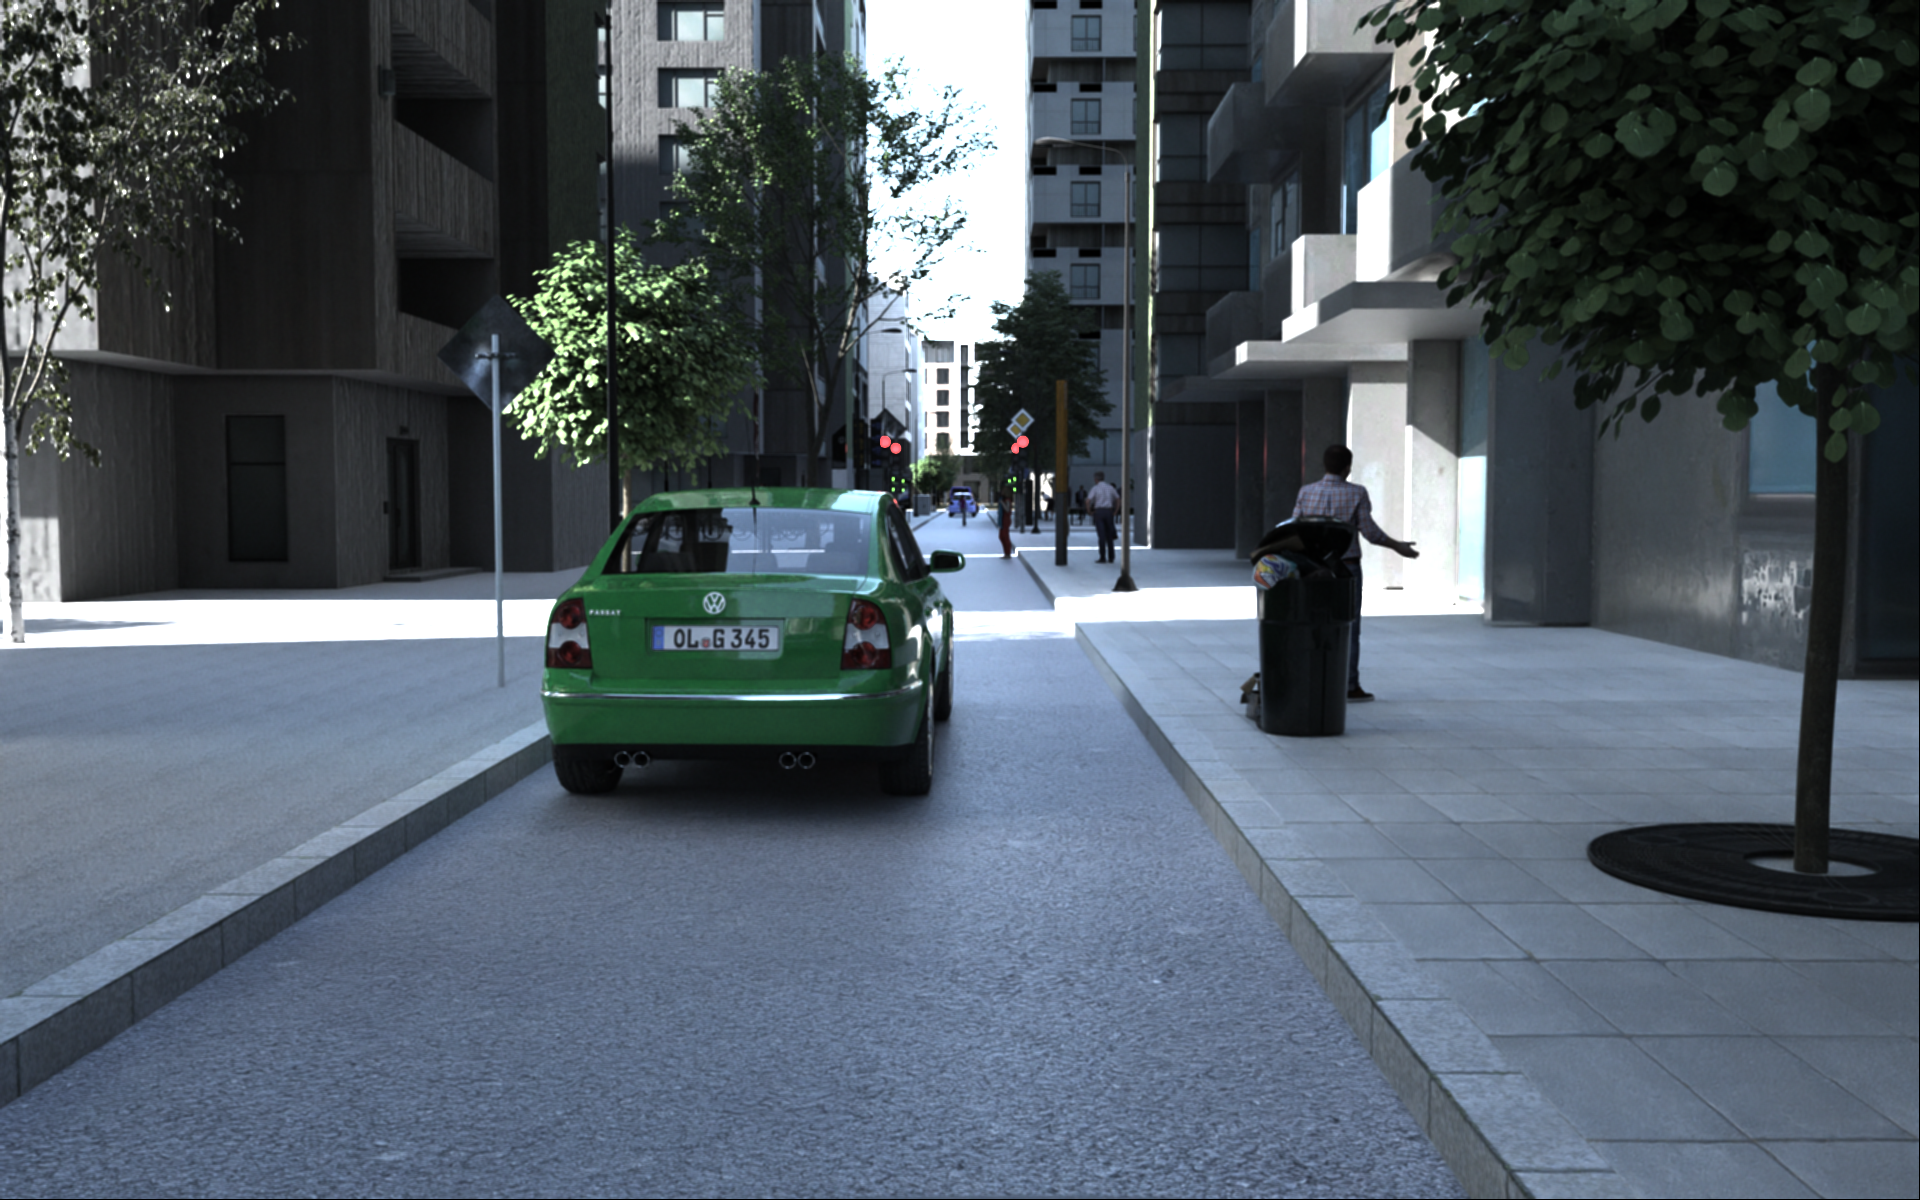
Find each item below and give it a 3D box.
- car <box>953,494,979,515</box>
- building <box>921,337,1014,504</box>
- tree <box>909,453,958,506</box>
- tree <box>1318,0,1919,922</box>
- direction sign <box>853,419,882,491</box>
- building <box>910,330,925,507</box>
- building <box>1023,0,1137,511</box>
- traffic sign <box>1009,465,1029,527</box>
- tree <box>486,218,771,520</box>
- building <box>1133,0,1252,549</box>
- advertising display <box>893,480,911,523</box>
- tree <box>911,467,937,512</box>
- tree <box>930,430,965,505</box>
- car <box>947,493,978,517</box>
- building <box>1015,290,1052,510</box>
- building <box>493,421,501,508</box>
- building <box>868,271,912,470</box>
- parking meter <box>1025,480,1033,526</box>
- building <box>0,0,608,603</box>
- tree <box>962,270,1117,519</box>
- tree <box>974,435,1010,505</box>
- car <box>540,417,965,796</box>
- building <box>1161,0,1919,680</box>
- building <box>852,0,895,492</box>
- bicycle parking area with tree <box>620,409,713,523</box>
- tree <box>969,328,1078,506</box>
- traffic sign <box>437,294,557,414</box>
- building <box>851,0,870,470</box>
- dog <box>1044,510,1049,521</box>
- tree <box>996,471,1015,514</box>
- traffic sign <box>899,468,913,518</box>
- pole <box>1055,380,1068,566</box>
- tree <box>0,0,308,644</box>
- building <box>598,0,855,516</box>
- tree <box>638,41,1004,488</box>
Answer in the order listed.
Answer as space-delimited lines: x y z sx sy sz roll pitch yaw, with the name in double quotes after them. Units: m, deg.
0.276 -6.770 119.730 2.155 1.783 4.494 0 4 1 "car"
-2.751 -24.201 239.666 32.646 21.610 27.936 0 4 0 "building"
-2.621 -9.409 137.552 4.285 4.588 4.351 0 3 0 "tree"
2.816 -1.346 5.724 4.285 4.588 4.351 0 3 0 "tree"
-2.788 -3.685 52.243 0.876 3.537 0.379 1 4 9 "direction sign"
-9.959 -21.423 206.682 11.380 20.091 16.016 0 4 0 "building"
18.330 -32.772 125.066 28.713 52.752 27.495 0 4 0 "building"
2.323 -4.156 68.054 0.768 2.556 0.104 0 4 3 "traffic sign"
-3.952 -2.262 20.696 4.285 4.588 4.351 0 3 0 "tree"
11.592 -22.161 45.930 14.154 41.232 14.086 0 4 0 "building"
-2.667 -4.442 77.846 0.974 1.923 0.123 2 4 27 "advertising display"
-2.387 -7.817 122.402 1.663 3.219 1.824 0 3 0 "tree"
-1.572 -15.015 195.854 4.737 8.622 4.395 0 3 0 "tree"
0.151 -6.112 109.514 1.945 1.707 3.694 0 4 1 "car"
13.752 -17.847 158.262 16.747 18.905 31.486 0 4 0 "building"
-62.411 -16.372 209.836 28.070 9.664 9.099 0 4 0 "building"
-18.943 -19.155 157.162 27.936 21.610 32.646 0 4 0 "building"
2.814 -3.962 70.487 0.255 1.863 0.399 -1 4 -13 "parking meter"
-13.704 -15.519 25.429 14.160 30.474 14.107 0 4 0 "building"
4.013 -10.352 87.376 7.486 12.596 7.792 0 3 0 "tree"
4.752 -16.324 217.256 4.737 8.622 4.395 0 3 0 "tree"
-0.970 -0.051 9.625 1.959 1.807 4.718 0 4 2 "car"
15.654 -24.688 23.261 23.786 49.044 30.456 0 4 0 "building"
-14.553 -41.496 116.712 20.563 71.187 20.611 0 4 0 "building"
-7.880 -3.932 51.285 9.016 4.147 8.231 1 4 19 "bicycle parking area with tree"
2.848 -7.731 76.767 4.360 8.622 3.978 0 3 0 "tree"
-3.066 -0.717 11.453 0.795 2.593 0.064 0 4 1 "traffic sign"
-19.093 -30.829 93.301 28.713 52.752 27.495 0 4 0 "building"
4.086 -3.984 81.970 0.406 0.507 0.540 -3 5 -42 "dog"
3.361 -7.100 110.688 1.663 3.219 1.824 0 3 0 "tree"
-2.663 -5.169 84.615 0.768 2.556 0.104 0 4 6 "traffic sign"
1.823 -2.276 31.059 0.158 3.312 0.155 0 3 0 "pole"
-7.924 -3.938 14.753 4.360 8.622 3.978 0 3 0 "tree"
-11.995 -23.807 72.847 14.154 41.232 14.086 0 4 0 "building"
-3.212 -6.950 39.394 9.928 11.665 9.643 0 3 0 "tree"
